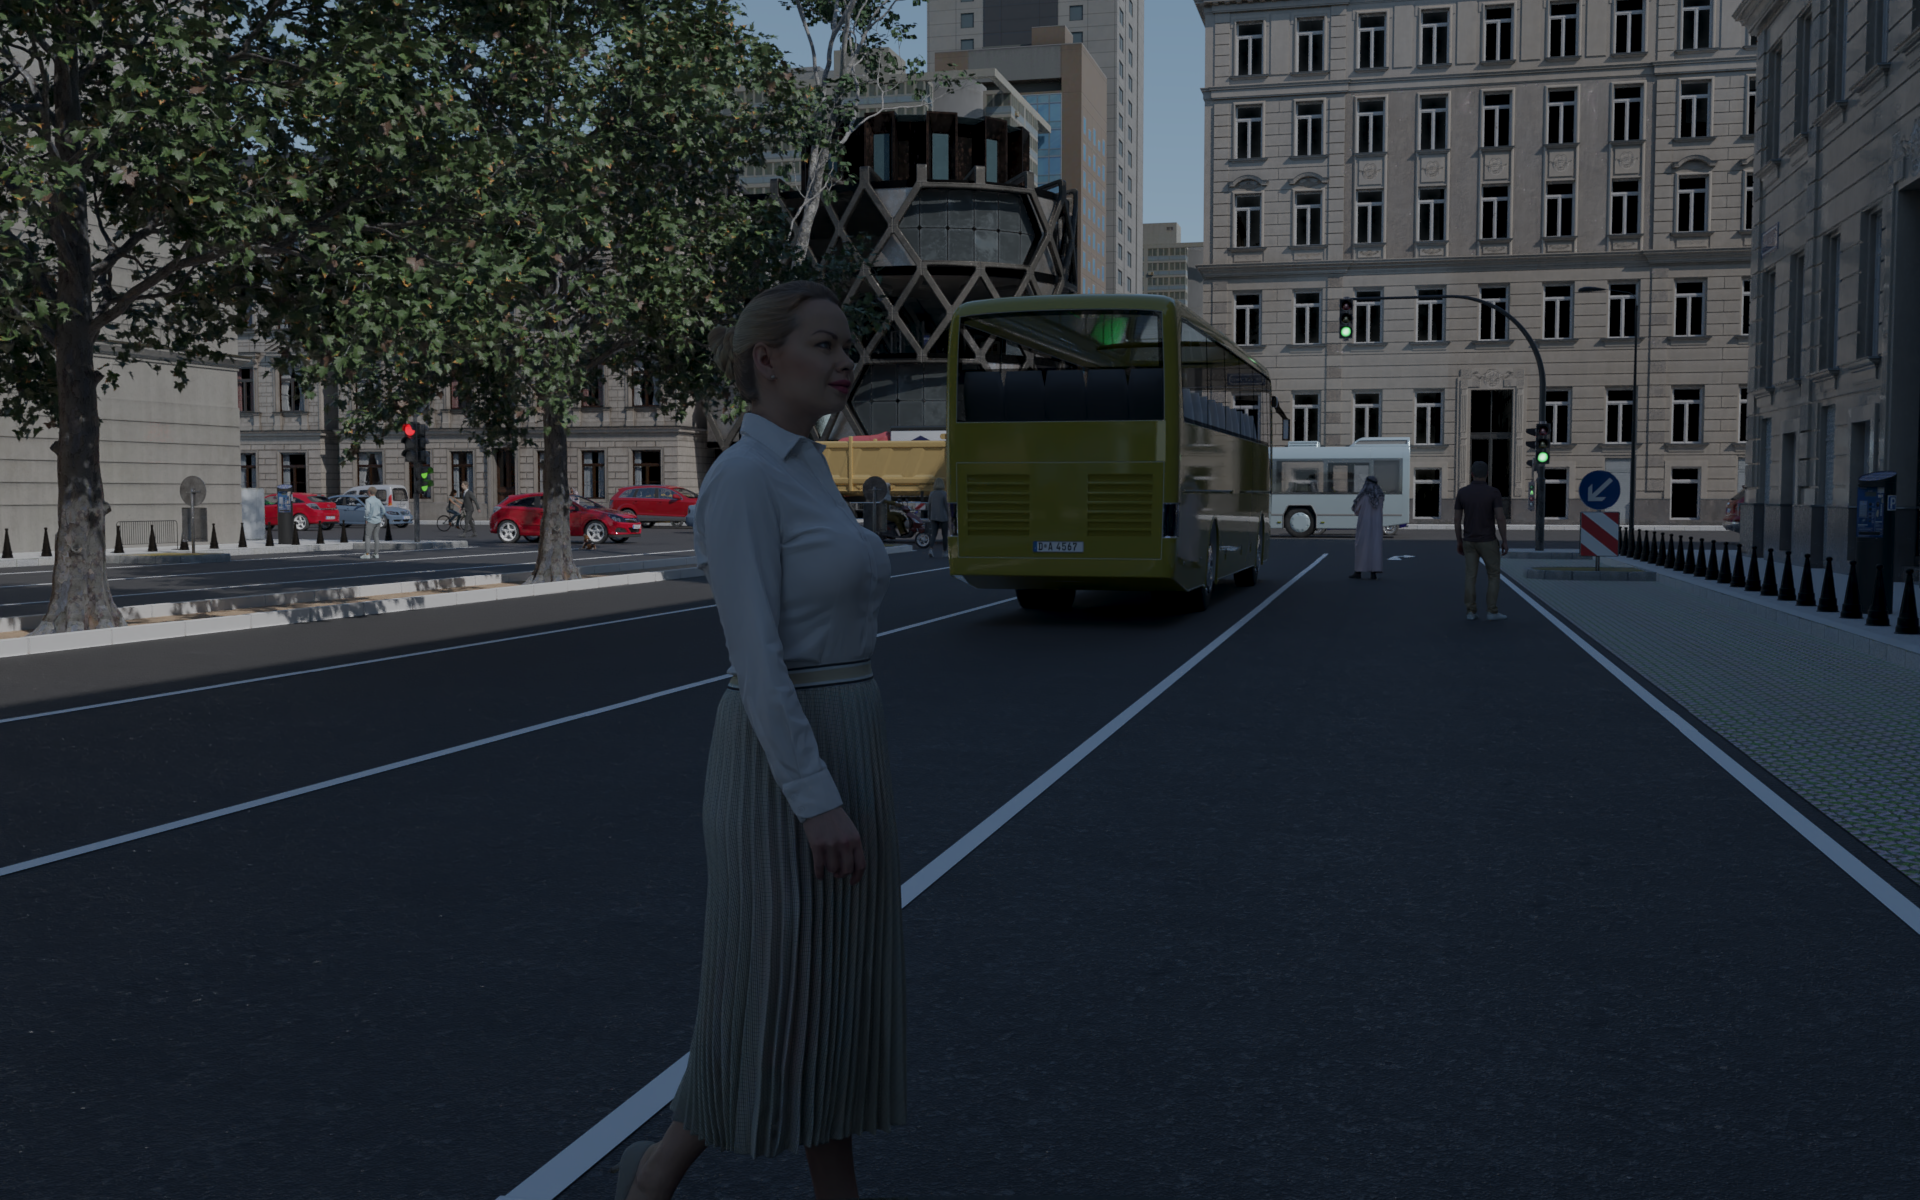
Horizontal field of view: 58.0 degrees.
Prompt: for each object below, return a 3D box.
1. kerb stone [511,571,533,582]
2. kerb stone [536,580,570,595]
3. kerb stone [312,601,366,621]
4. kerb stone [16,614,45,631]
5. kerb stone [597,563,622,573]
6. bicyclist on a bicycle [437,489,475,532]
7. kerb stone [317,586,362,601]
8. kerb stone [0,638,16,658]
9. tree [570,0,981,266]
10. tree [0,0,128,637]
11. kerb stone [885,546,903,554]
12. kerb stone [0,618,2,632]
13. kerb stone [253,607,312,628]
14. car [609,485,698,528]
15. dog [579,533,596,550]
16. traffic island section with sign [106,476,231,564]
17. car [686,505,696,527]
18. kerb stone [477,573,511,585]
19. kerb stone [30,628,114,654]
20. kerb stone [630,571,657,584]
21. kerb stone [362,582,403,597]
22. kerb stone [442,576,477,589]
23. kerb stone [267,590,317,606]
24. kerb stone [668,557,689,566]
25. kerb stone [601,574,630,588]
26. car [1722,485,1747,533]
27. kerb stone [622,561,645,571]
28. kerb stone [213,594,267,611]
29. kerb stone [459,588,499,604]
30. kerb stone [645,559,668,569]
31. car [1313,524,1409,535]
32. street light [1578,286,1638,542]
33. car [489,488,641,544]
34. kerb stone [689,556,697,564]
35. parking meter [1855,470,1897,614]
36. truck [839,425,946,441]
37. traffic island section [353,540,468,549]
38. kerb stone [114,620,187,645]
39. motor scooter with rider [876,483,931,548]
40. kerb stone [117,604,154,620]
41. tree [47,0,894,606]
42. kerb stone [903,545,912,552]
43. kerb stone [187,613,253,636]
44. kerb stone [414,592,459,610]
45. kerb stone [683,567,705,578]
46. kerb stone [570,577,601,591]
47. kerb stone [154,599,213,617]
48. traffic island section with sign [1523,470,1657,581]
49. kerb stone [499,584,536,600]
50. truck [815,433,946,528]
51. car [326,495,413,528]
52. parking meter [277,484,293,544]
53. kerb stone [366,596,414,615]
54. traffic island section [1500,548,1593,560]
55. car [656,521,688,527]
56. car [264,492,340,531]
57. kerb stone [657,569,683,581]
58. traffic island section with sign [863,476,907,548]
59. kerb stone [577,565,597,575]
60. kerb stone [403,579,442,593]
[{"bbox_3d":[-7.225,-0.380,28.469,0.120,0.150,1.000,1,4,14],"label":"kerb stone"},{"bbox_3d":[-5.948,-0.169,24.964,0.120,0.150,1.000,1,4,14],"label":"kerb stone"},{"bbox_3d":[-7.223,0.137,19.955,0.120,0.150,1.000,1,4,14],"label":"kerb stone"},{"bbox_3d":[-9.764,0.227,18.508,0.120,0.150,1.000,1,4,14],"label":"kerb stone"},{"bbox_3d":[-6.464,-0.567,31.462,0.120,0.150,1.000,1,4,14],"label":"kerb stone"},{"bbox_3d":[-19.256,-3.430,66.108,1.625,1.676,1.499,1,4,14],"label":"bicyclist on a bicycle"},{"bbox_3d":[-8.495,-0.079,23.492,0.120,0.150,1.000,1,4,14],"label":"kerb stone"},{"bbox_3d":[-8.497,0.444,14.971,0.120,0.150,1.000,1,4,14],"label":"kerb stone"},{"bbox_3d":[-4.537,-10.955,37.465,12.611,20.169,13.585,0,3,0],"label":"tree"},{"bbox_3d":[-8.667,-5.959,16.898,9.611,12.733,9.660,0,3,0],"label":"tree"},{"bbox_3d":[-1.632,-1.207,41.932,0.120,0.150,1.000,1,4,14],"label":"kerb stone"},{"bbox_3d":[-10.011,0.286,17.511,0.120,0.150,1.000,1,4,14],"label":"kerb stone"},{"bbox_3d":[-7.480,0.198,18.960,0.120,0.150,1.000,1,4,14],"label":"kerb stone"},{"bbox_3d":[-12.102,-3.898,72.403,5.304,1.827,2.281,1,4,15],"label":"car"},{"bbox_3d":[-9.671,-1.504,44.783,0.550,0.427,0.748,0,4,3],"label":"dog"},{"bbox_3d":[-16.625,-1.713,36.632,1.989,1.847,2.006,1,4,14],"label":"traffic island section with sign"},{"bbox_3d":[-7.768,-3.138,63.308,4.499,1.417,2.014,1,4,16],"label":"car"},{"bbox_3d":[-7.473,-0.323,27.470,0.120,0.150,1.000,1,4,14],"label":"kerb stone"},{"bbox_3d":[-8.237,0.381,15.964,0.120,0.150,1.000,1,4,14],"label":"kerb stone"},{"bbox_3d":[-5.187,-0.352,27.950,0.120,0.150,1.000,1,4,14],"label":"kerb stone"},{"bbox_3d":[-8.239,-0.137,24.487,0.120,0.150,1.000,1,4,14],"label":"kerb stone"},{"bbox_3d":[-7.736,-0.262,26.478,0.120,0.150,1.000,1,4,14],"label":"kerb stone"},{"bbox_3d":[-8.747,-0.018,22.493,0.120,0.150,1.000,1,4,14],"label":"kerb stone"},{"bbox_3d":[-5.704,-0.750,34.452,0.120,0.150,1.000,1,4,14],"label":"kerb stone"},{"bbox_3d":[-5.447,-0.291,26.956,0.120,0.150,1.000,1,4,14],"label":"kerb stone"},{"bbox_3d":[24.414,-2.458,48.854,5.304,1.827,2.281,1,4,14],"label":"car"},{"bbox_3d":[-6.211,-0.628,32.462,0.120,0.150,1.000,1,4,14],"label":"kerb stone"},{"bbox_3d":[-8.998,0.043,21.494,0.120,0.150,1.000,1,4,14],"label":"kerb stone"},{"bbox_3d":[-6.460,-0.046,22.964,0.120,0.150,1.000,1,4,14],"label":"kerb stone"},{"bbox_3d":[-5.950,-0.689,33.455,0.120,0.150,1.000,1,4,14],"label":"kerb stone"},{"bbox_3d":[13.835,-2.968,61.111,3.894,1.354,1.945,1,4,14],"label":"car"},{"bbox_3d":[14.516,-4.051,38.780,1.470,5.913,1.316,1,4,14],"label":"street light"},{"bbox_3d":[-11.538,-2.555,50.817,4.494,1.783,2.155,1,4,13],"label":"car"},{"bbox_3d":[-5.448,-0.811,35.456,0.120,0.150,1.000,1,4,14],"label":"kerb stone"},{"bbox_3d":[9.820,-0.622,18.581,0.372,1.533,0.369,0,3,0],"label":"parking meter"},{"bbox_3d":[-0.401,-5.068,71.769,11.283,4.237,2.839,1,4,13],"label":"truck"},{"bbox_3d":[-14.516,-1.468,46.276,2.009,0.180,2.903,1,4,14],"label":"traffic island section"},{"bbox_3d":[-7.986,0.320,16.960,0.120,0.150,1.000,1,4,14],"label":"kerb stone"},{"bbox_3d":[-1.710,-2.260,45.914,1.986,1.779,0.876,1,4,14],"label":"motor scooter with rider"},{"bbox_3d":[-9.509,0.167,19.503,0.120,0.150,1.000,1,4,14],"label":"kerb stone"},{"bbox_3d":[-6.233,-6.551,26.577,9.611,12.733,9.660,0,3,0],"label":"tree"},{"bbox_3d":[-1.375,-1.264,42.926,0.120,0.150,1.000,1,4,14],"label":"kerb stone"},{"bbox_3d":[-7.736,0.263,17.958,0.120,0.150,1.000,1,4,14],"label":"kerb stone"},{"bbox_3d":[-6.711,0.014,21.968,0.120,0.150,1.000,1,4,14],"label":"kerb stone"},{"bbox_3d":[-4.681,-0.474,29.949,0.120,0.150,1.000,1,4,14],"label":"kerb stone"},{"bbox_3d":[-5.700,-0.230,25.961,0.120,0.150,1.000,1,4,14],"label":"kerb stone"},{"bbox_3d":[-9.253,0.104,20.497,0.120,0.150,1.000,1,4,14],"label":"kerb stone"},{"bbox_3d":[10.650,-1.270,29.399,1.989,1.847,2.006,1,4,14],"label":"traffic island section with sign"},{"bbox_3d":[-6.206,-0.108,23.969,0.120,0.150,1.000,1,4,14],"label":"kerb stone"},{"bbox_3d":[-1.165,-3.391,51.374,9.791,3.379,3.469,1,4,14],"label":"truck"},{"bbox_3d":[-25.409,-3.755,73.394,4.499,1.417,2.014,1,4,15],"label":"car"},{"bbox_3d":[-17.225,-2.190,44.213,0.372,1.533,0.369,0,3,0],"label":"parking meter"},{"bbox_3d":[-6.968,0.075,20.973,0.120,0.150,1.000,1,4,14],"label":"kerb stone"},{"bbox_3d":[13.144,-1.038,39.254,2.009,0.180,2.903,1,4,14],"label":"traffic island section"},{"bbox_3d":[-13.510,-4.068,76.739,3.980,1.641,2.015,1,4,15],"label":"car"},{"bbox_3d":[-26.756,-3.629,68.370,4.494,1.783,2.155,1,4,16],"label":"car"},{"bbox_3d":[-4.936,-0.413,28.953,0.120,0.150,1.000,1,4,14],"label":"kerb stone"},{"bbox_3d":[-2.315,-2.158,43.424,2.006,1.907,1.989,1,4,14],"label":"traffic island section with sign"},{"bbox_3d":[-6.716,-0.505,30.467,0.120,0.150,1.000,1,4,14],"label":"kerb stone"},{"bbox_3d":[-7.984,-0.200,25.481,0.120,0.150,1.000,1,4,14],"label":"kerb stone"}]
